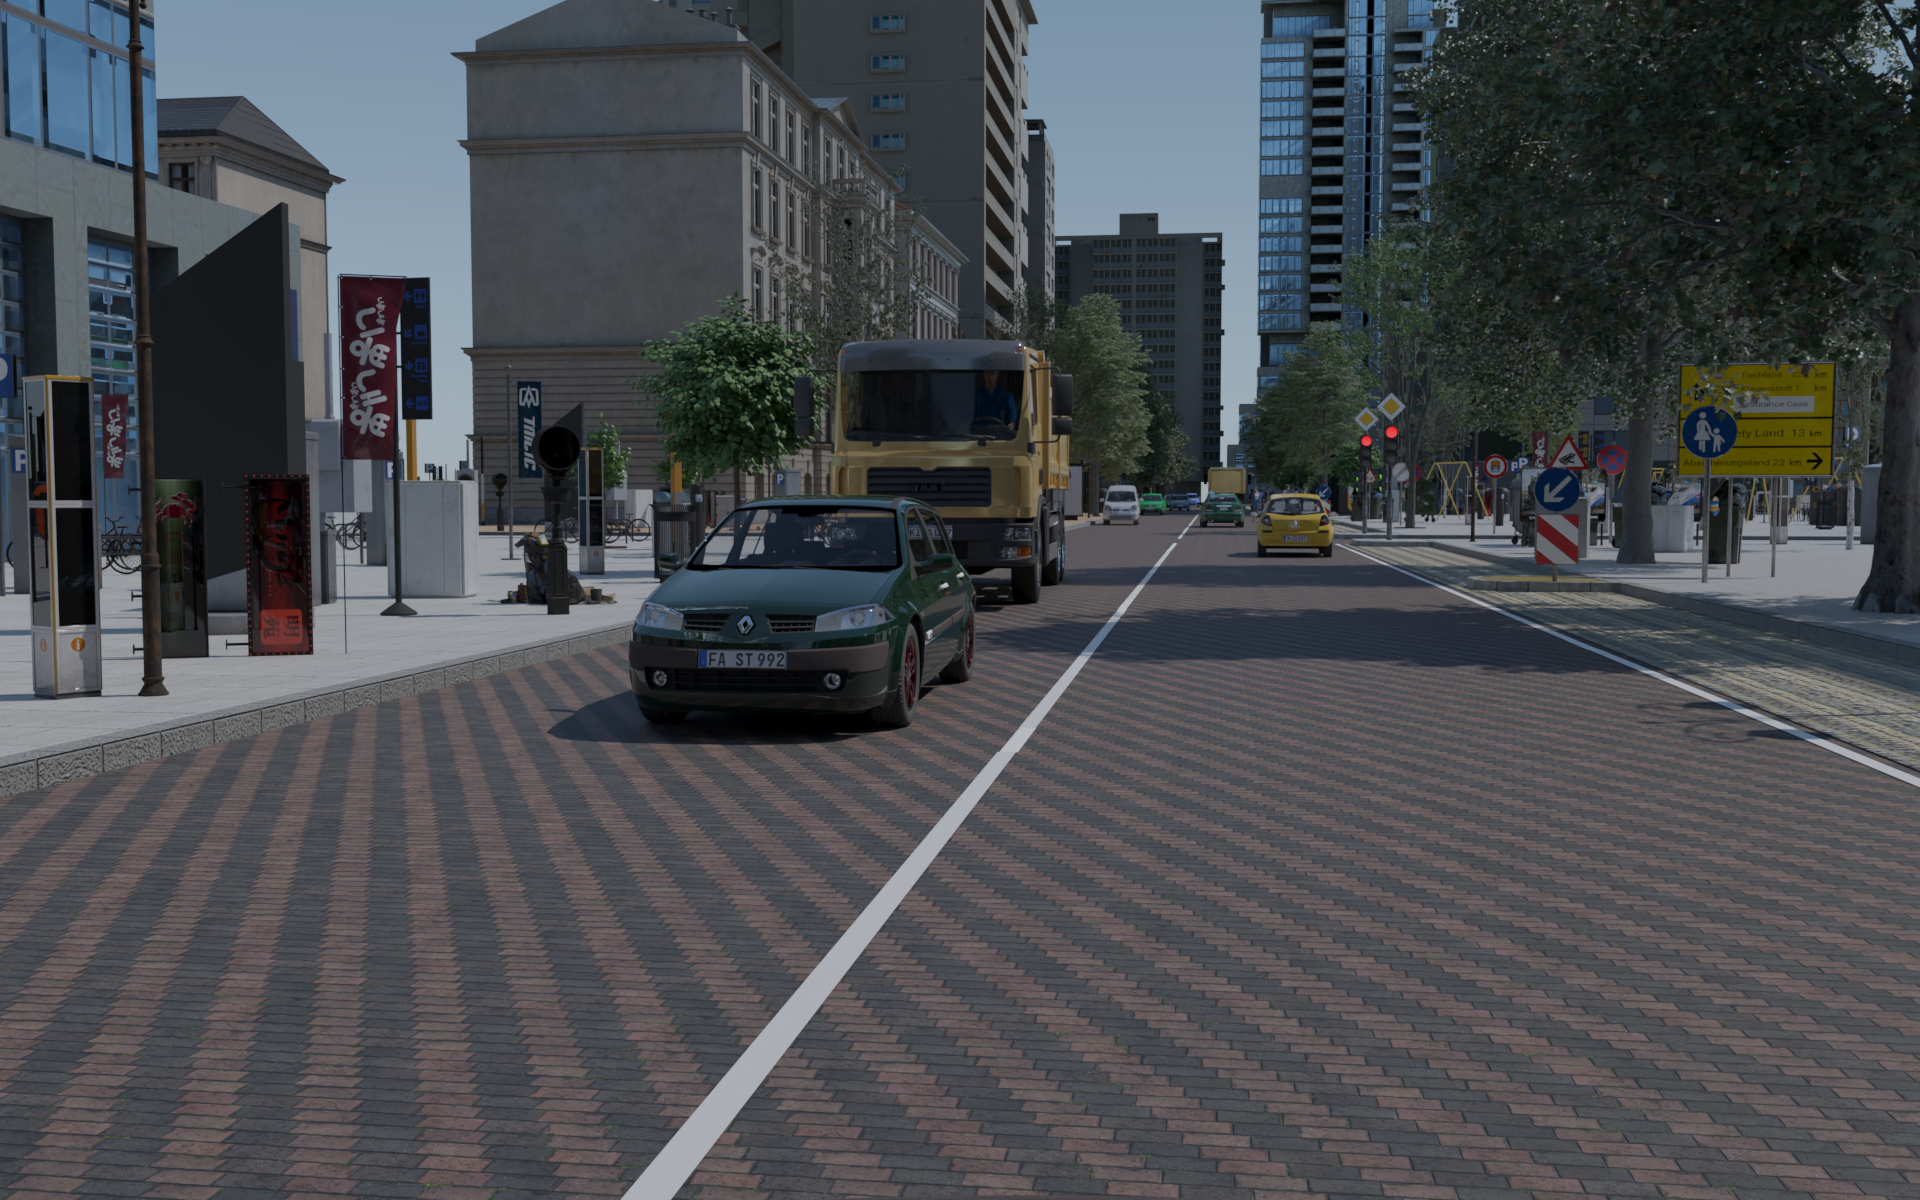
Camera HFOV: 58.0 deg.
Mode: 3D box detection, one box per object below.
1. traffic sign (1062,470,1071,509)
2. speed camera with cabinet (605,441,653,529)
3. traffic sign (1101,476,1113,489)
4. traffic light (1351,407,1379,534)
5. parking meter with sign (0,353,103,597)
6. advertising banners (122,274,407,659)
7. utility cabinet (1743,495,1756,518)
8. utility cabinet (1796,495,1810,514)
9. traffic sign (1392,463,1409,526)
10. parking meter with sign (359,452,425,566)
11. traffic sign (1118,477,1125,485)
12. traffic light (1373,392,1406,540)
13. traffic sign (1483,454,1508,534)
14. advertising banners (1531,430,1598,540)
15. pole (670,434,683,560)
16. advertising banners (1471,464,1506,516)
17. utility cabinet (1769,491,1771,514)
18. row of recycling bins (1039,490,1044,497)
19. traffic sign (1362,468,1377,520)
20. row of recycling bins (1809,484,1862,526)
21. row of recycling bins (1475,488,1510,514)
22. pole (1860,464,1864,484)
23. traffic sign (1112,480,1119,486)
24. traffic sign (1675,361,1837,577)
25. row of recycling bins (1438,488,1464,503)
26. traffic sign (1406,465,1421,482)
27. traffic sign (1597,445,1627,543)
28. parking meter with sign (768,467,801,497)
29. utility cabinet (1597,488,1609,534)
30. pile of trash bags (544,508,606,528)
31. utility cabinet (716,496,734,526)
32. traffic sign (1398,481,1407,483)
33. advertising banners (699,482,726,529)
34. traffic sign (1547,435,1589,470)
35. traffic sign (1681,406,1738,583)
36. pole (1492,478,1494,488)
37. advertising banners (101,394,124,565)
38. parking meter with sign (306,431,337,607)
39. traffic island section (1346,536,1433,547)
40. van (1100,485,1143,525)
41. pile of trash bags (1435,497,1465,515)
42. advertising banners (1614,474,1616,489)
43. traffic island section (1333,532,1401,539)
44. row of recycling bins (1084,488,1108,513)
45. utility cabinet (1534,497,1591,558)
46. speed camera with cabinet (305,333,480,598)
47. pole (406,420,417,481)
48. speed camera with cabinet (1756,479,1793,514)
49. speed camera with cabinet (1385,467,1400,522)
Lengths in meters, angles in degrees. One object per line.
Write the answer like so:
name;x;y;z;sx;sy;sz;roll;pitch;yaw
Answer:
traffic sign;4.816;-4.949;81.028;0.768;2.556;0.104;1;4;11
speed camera with cabinet;-12.455;-4.325;65.046;0.660;3.252;2.038;2;4;33
traffic sign;10.274;-7.418;121.283;0.884;2.594;0.081;1;4;12
traffic light;13.060;-4.095;55.875;0.839;4.253;0.868;1;4;8
parking meter with sign;-11.863;-1.599;22.413;0.543;3.016;1.738;1;4;9
advertising banners;-5.419;-1.068;13.655;2.074;3.025;0.090;-1;4;-18
utility cabinet;42.482;-5.047;93.681;1.020;1.237;0.306;0;4;-6
utility cabinet;55.287;-6.264;113.576;1.020;1.237;0.306;-2;4;-27
traffic sign;17.867;-4.285;70.160;0.768;2.556;0.104;1;4;14
parking meter with sign;-10.392;-2.136;31.192;1.738;3.016;0.543;3;5;43
traffic sign;12.093;-8.002;130.938;0.768;2.556;0.104;1;4;9
traffic light;11.897;-3.612;47.975;0.839;4.253;0.868;1;4;8
traffic sign;17.232;-3.406;55.798;0.768;2.556;0.104;1;4;16
advertising banners;16.468;-3.122;47.240;0.090;3.025;2.074;-3;4;-38
pole;-5.292;-2.351;32.282;0.158;3.312;0.155;0;3;0
advertising banners;30.298;-6.307;99.309;2.074;3.025;0.090;0;4;-3
utility cabinet;50.668;-6.043;107.480;0.318;1.500;1.173;0;4;-5
row of recycling bins;4.163;-5.149;91.307;1.069;1.692;3.534;1;4;22
traffic sign;20.360;-5.265;86.087;0.884;2.594;0.081;1;4;16
row of recycling bins;35.879;-3.879;70.530;1.069;1.692;3.534;0;4;-5
row of recycling bins;34.598;-6.410;111.917;1.069;1.692;3.534;0;4;-4
pole;56.551;-7.023;108.674;0.158;3.312;0.155;0;3;0
traffic sign;11.133;-7.649;125.063;0.884;2.594;0.081;1;4;10
traffic sign;12.227;-2.007;26.680;2.265;3.308;0.079;1;4;13
row of recycling bins;35.491;-7.022;121.917;3.534;1.692;1.069;1;4;12
traffic sign;19.352;-4.532;74.209;0.768;2.556;0.104;1;4;11
traffic sign;16.935;-2.747;45.012;0.768;2.556;0.104;1;4;14
parking meter with sign;-4.846;-3.234;49.142;0.543;3.016;1.738;3;4;37
utility cabinet;20.098;-2.849;55.260;1.173;1.500;0.318;-1;4;-14
pile of trash bags;-15.042;-3.462;66.364;1.912;1.369;3.447;-3;4;-39
utility cabinet;-9.038;-3.371;66.274;1.020;1.237;0.306;0;4;5
traffic sign;20.728;-5.026;82.184;0.884;2.594;0.081;1;4;13
advertising banners;-9.952;-4.464;69.181;0.090;3.025;2.074;-3;5;-39
traffic sign;13.330;-2.325;38.017;0.884;2.594;0.081;1;4;16
traffic sign;10.769;-1.521;24.974;0.768;2.556;0.104;1;4;9
pole;35.616;-7.446;115.586;0.158;3.312;0.155;0;3;0
advertising banners;-15.565;-2.101;30.547;2.074;3.025;0.090;1;4;9
parking meter with sign;-7.493;-1.421;19.492;0.543;3.016;1.738;0;4;-4
traffic island section;11.936;-1.578;48.083;2.009;0.180;2.903;1;4;8
van;7.566;-4.526;81.017;2.013;2.044;4.112;0;4;7
pile of trash bags;29.397;-5.855;105.480;1.912;1.369;3.447;3;5;44
advertising banners;39.331;-6.504;102.523;0.090;3.025;2.074;-3;5;-45
traffic island section;13.098;-2.061;55.983;2.009;0.180;2.903;1;4;8
row of recycling bins;8.311;-6.684;116.404;3.534;1.692;1.069;-1;4;-11
utility cabinet;12.130;-1.451;34.891;1.020;1.237;0.306;2;4;32
speed camera with cabinet;-7.080;-1.664;21.538;2.038;3.252;0.660;0;4;4
pole;-11.353;-2.571;35.886;0.158;3.312;0.155;0;3;0
speed camera with cabinet;51.470;-7.039;109.418;0.660;3.252;2.038;-3;5;-44
speed camera with cabinet;19.859;-5.214;79.577;0.660;3.252;2.038;1;4;11
